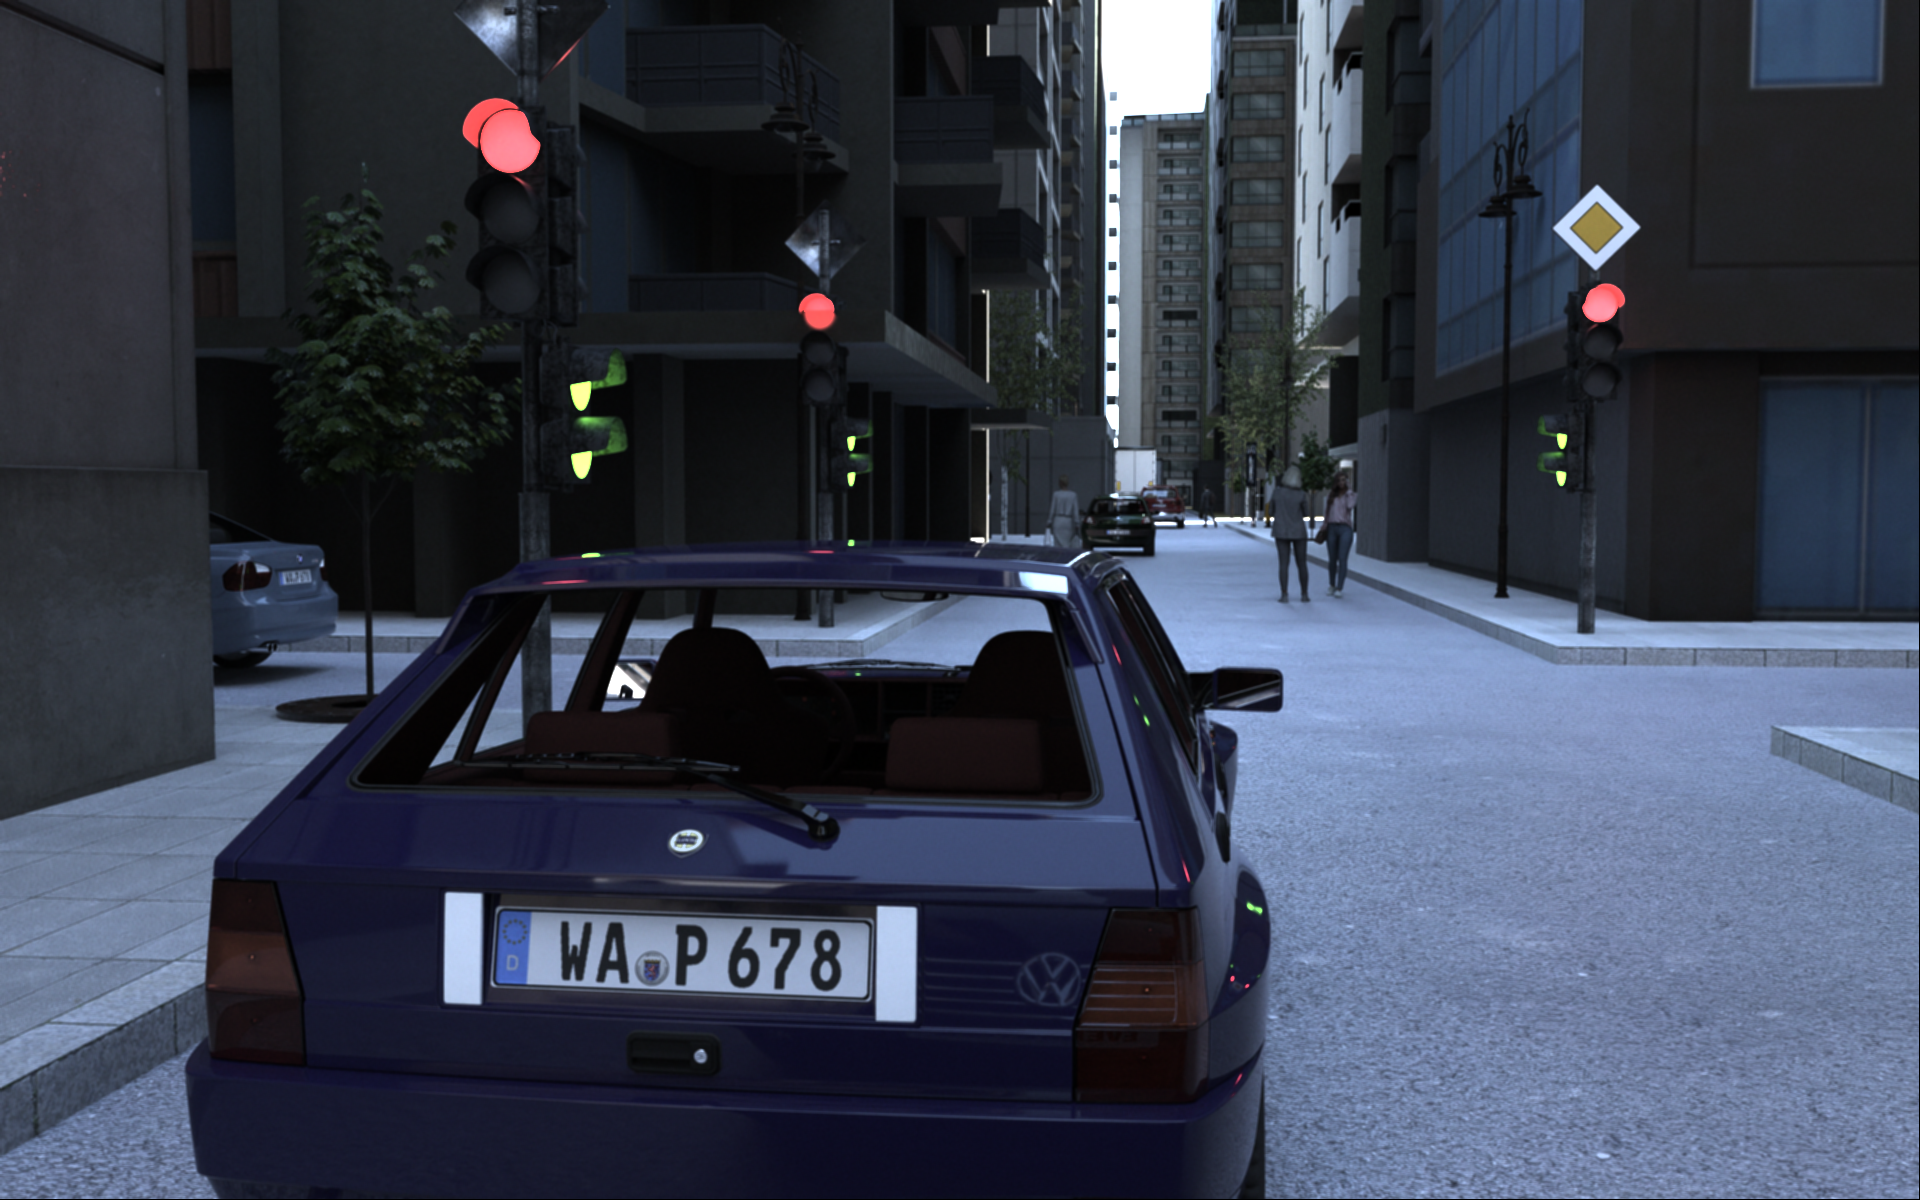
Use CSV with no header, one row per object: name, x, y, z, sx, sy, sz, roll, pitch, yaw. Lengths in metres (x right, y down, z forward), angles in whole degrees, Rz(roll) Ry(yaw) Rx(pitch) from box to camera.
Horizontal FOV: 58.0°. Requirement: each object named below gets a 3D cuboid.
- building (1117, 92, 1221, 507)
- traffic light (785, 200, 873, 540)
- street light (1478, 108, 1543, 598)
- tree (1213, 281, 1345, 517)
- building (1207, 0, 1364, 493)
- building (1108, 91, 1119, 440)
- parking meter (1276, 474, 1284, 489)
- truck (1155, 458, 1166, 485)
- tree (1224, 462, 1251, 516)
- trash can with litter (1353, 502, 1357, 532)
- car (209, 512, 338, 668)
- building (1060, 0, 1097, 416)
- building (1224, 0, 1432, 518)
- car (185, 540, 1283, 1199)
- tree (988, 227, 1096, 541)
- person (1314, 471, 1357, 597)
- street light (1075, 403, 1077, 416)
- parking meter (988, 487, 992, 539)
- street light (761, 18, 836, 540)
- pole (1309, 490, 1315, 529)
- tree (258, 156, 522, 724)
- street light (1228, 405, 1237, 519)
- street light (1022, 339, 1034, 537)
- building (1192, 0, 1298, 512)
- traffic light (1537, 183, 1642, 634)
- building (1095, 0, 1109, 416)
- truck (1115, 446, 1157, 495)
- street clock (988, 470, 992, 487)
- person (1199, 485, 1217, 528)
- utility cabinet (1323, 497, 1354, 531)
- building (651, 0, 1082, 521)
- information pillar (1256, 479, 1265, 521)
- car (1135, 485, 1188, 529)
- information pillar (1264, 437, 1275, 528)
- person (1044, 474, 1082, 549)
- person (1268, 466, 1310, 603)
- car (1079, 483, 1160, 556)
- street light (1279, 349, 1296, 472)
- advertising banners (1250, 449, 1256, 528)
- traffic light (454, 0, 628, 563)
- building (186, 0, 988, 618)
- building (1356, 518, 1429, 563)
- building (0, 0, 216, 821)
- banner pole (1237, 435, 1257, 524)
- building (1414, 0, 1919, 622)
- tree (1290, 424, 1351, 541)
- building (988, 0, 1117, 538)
building,23.398,-30.362,180.013,14.086,41.232,14.154,0,4,6
traffic light,-1.272,-1.692,16.582,0.839,4.253,0.868,0,4,6
street light,6.715,-2.966,21.288,0.468,5.910,1.993,0,4,6
tree,10.929,-6.670,59.419,4.737,8.622,4.395,0,3,0
building,35.445,-34.277,149.675,28.713,52.752,27.495,0,4,6
building,1.733,-34.680,186.625,30.456,49.044,23.786,0,4,6
parking meter,9.307,-2.713,50.061,0.255,1.863,0.399,-1,4,-14
truck,14.984,-9.146,138.445,2.839,4.237,11.283,0,4,8
tree,16.746,-6.662,103.530,1.663,3.219,1.824,0,3,0
trash can with litter,13.072,-2.820,57.495,1.055,1.170,0.624,-1,4,-9
car,-7.283,-0.102,13.669,4.499,1.417,2.014,0,4,5
building,2.831,-27.174,127.895,14.154,41.232,14.086,0,4,6
building,23.936,-20.692,110.011,14.160,30.474,14.107,0,4,6
car,-0.157,0.504,4.333,1.945,1.354,3.894,0,4,8
tree,1.460,-5.932,47.347,4.737,8.622,4.395,0,3,0
person,5.286,-0.926,24.235,0.593,1.750,0.643,2,4,30
street light,5.755,-6.934,86.156,0.468,5.910,1.993,0,4,6
parking meter,0.715,-2.514,49.510,0.372,1.533,0.369,0,3,0
street light,-1.606,-2.733,17.480,0.468,5.910,1.993,0,4,6
pole,13.061,-4.300,64.142,0.158,3.312,0.155,0,3,0
tree,-3.451,-0.939,9.957,1.663,3.219,1.824,0,3,0
street light,14.142,-7.159,89.841,0.468,5.910,1.993,0,4,6
street light,2.022,-4.823,51.648,0.468,5.910,1.993,0,4,6
building,27.745,-42.051,125.788,20.563,71.187,20.611,0,4,6
traffic light,5.751,-1.647,15.851,0.839,4.253,0.868,0,4,6
building,6.455,-31.207,160.341,14.200,45.320,14.600,0,4,6
truck,10.857,-7.264,107.681,2.839,4.237,11.283,0,4,6
street clock,0.775,-2.941,52.657,0.358,2.002,0.471,2,4,25
person,10.654,-4.029,74.334,0.622,1.834,0.822,-1,4,-23
utility cabinet,11.589,-2.561,53.038,1.020,1.237,0.306,-2,4,-33
building,-3.929,-27.632,106.404,22.147,44.769,28.867,0,4,6
information pillar,14.558,-4.862,83.982,0.304,2.012,0.304,-1,4,-16
car,8.543,-3.978,73.712,2.281,1.827,5.304,0,4,8
information pillar,11.831,-4.570,66.067,0.183,3.616,0.504,3,5,44
person,1.799,-1.327,30.551,0.694,1.780,0.624,1,4,10
person,4.371,-0.876,23.013,0.537,1.800,0.526,2,4,24
car,3.800,-1.943,41.556,2.009,1.686,4.222,0,4,5
street light,10.476,-5.062,55.552,0.468,5.910,1.993,0,4,6
advertising banners,11.328,-4.331,66.992,0.090,3.025,2.074,0,4,4
traffic light,-2.120,-1.206,8.642,0.839,4.253,0.868,0,4,6
building,-9.809,-22.986,30.440,22.147,44.769,28.867,0,4,6
building,15.715,-16.265,37.642,14.160,30.474,14.107,0,4,6
building,-18.523,-10.317,1.974,30.059,22.955,16.112,0,4,6
banner pole,12.221,-5.111,73.581,0.863,3.779,0.401,2,4,31
building,14.290,-22.736,21.844,14.200,45.320,14.600,0,4,6
tree,9.664,-3.241,47.586,1.663,3.219,1.824,0,3,0
building,-4.459,-38.240,63.484,20.563,71.187,20.611,0,4,6
